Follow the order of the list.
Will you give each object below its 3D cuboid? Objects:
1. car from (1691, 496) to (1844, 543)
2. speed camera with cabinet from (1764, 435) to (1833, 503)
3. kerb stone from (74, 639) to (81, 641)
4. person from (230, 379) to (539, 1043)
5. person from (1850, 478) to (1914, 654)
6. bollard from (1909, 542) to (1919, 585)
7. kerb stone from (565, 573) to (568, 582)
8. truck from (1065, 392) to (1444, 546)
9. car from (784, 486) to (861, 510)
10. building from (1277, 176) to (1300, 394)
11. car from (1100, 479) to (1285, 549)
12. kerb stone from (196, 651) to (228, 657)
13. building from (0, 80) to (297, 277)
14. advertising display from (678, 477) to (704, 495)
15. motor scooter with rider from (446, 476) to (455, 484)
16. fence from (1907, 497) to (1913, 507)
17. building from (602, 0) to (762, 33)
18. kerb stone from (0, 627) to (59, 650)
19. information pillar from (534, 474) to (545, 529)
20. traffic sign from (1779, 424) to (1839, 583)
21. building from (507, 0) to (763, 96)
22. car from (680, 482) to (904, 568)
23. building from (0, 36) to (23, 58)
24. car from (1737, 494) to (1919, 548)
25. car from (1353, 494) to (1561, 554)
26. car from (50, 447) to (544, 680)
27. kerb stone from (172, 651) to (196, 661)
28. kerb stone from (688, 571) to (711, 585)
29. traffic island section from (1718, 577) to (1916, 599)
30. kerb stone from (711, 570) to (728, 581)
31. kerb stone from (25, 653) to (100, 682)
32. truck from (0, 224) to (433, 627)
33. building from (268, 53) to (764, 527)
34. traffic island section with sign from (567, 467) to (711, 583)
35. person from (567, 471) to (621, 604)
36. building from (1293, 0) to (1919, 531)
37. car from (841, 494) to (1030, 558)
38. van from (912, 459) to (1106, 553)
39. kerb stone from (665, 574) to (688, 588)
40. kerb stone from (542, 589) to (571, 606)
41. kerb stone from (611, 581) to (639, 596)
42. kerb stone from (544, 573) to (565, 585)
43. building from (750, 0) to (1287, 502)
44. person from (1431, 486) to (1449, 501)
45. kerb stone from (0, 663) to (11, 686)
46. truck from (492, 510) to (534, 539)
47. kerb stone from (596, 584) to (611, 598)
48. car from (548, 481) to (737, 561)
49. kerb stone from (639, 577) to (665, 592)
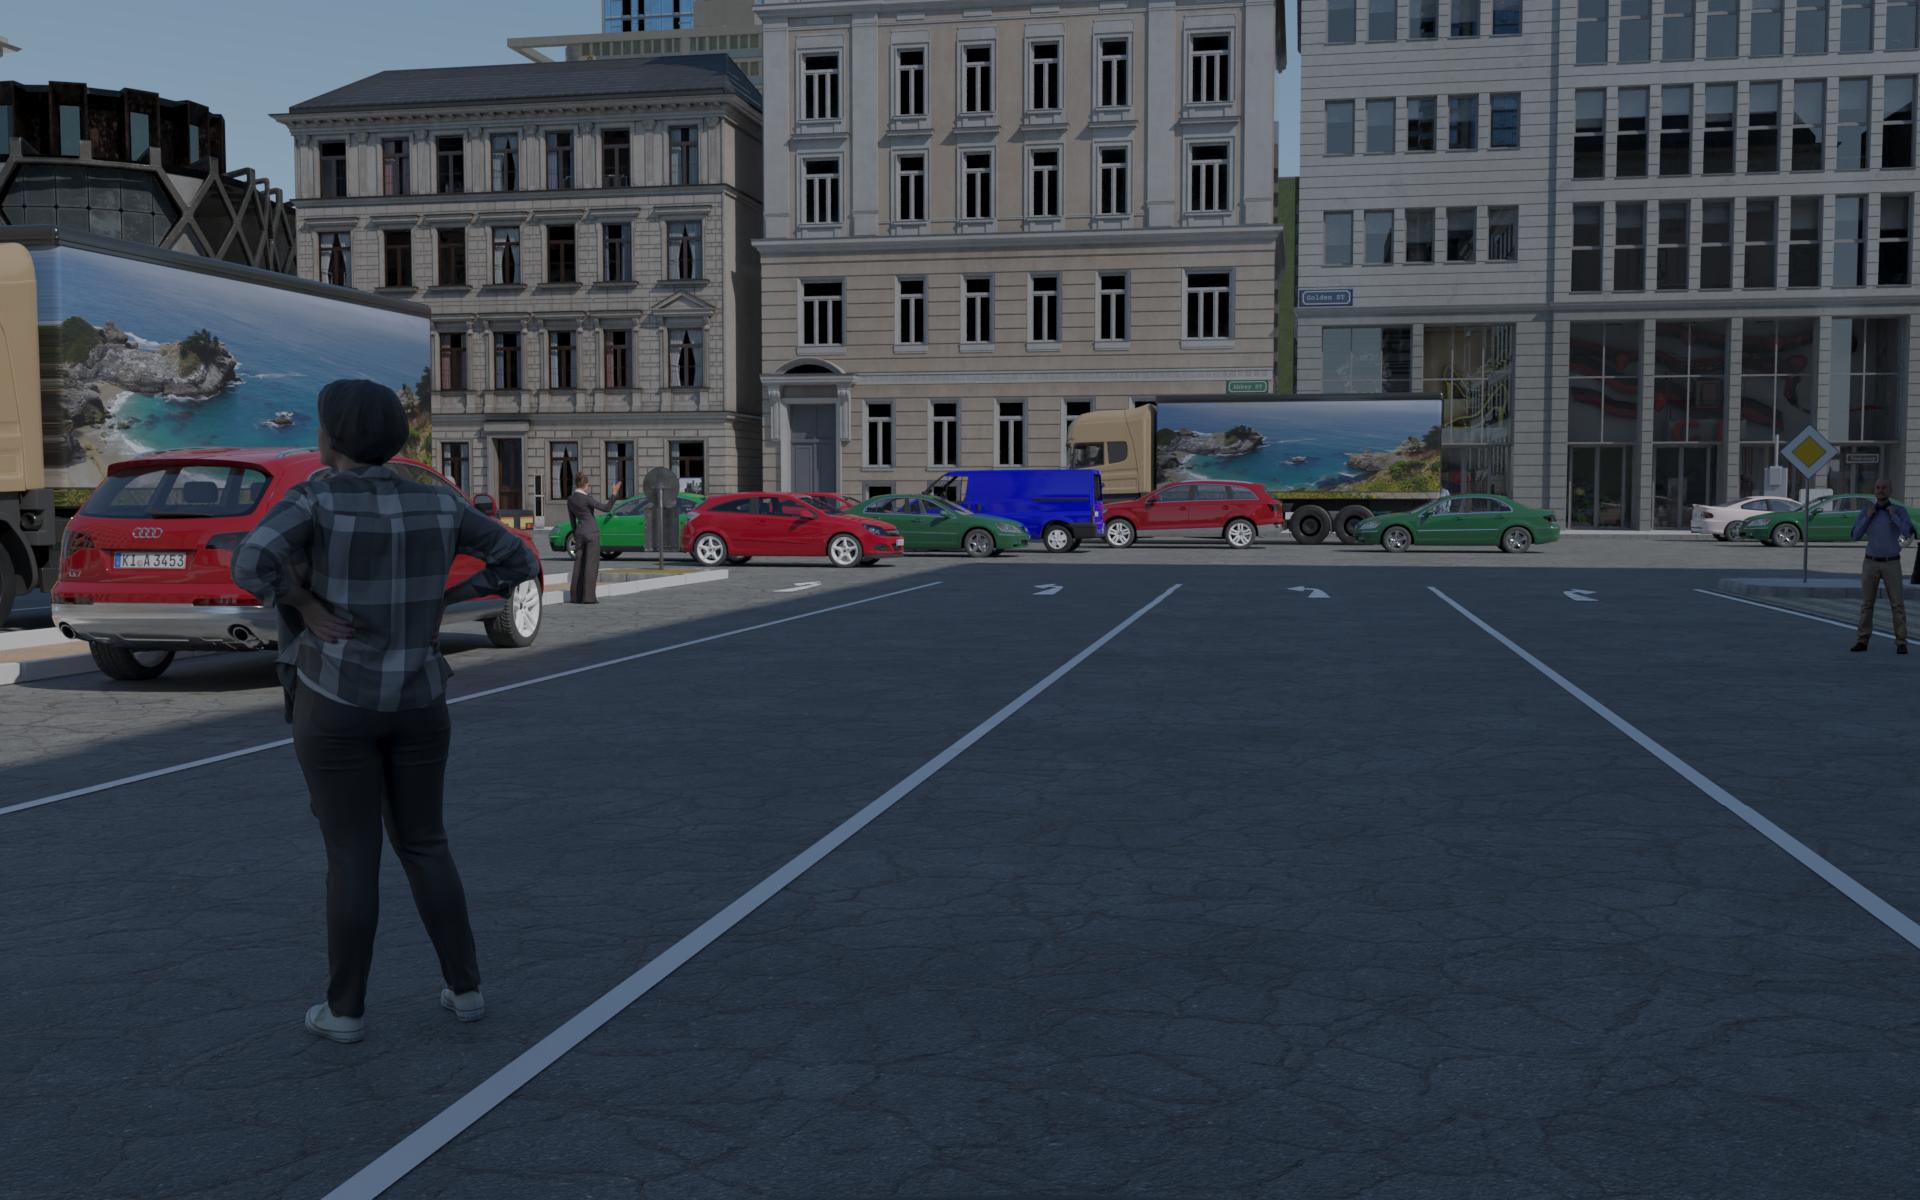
[{"bbox_3d":[24.631,-2.437,52.199,4.827,1.381,2.083,1,4,11],"label":"car"},{"bbox_3d":[27.939,-3.876,57.704,2.038,3.252,0.660,2,4,28],"label":"speed camera with cabinet"},{"bbox_3d":[-8.525,0.305,17.205,0.120,0.150,1.000,1,4,11],"label":"kerb stone"},{"bbox_3d":[-1.543,0.283,4.600,0.841,1.734,0.376,-3,5,-41],"label":"person"},{"bbox_3d":[8.342,-0.311,15.651,0.319,1.574,0.516,-3,5,-44],"label":"person"},{"bbox_3d":[13.640,-0.525,24.630,0.229,0.601,0.229,0,3,0],"label":"bollard"},{"bbox_3d":[-6.334,-0.370,28.323,0.120,0.150,1.000,1,4,11],"label":"kerb stone"},{"bbox_3d":[8.026,-3.734,49.957,11.283,4.237,2.839,1,4,13],"label":"truck"},{"bbox_3d":[-3.527,-2.451,49.122,4.494,1.783,2.155,1,4,13],"label":"car"},{"bbox_3d":[37.778,-33.199,226.390,14.086,41.232,14.154,1,4,11],"label":"building"},{"bbox_3d":[5.961,-2.289,46.098,5.304,1.827,2.281,1,4,10],"label":"car"},{"bbox_3d":[-6.672,0.396,15.714,0.120,0.150,1.000,1,4,11],"label":"kerb stone"},{"bbox_3d":[-39.797,-12.988,79.809,16.811,18.784,16.820,1,4,11],"label":"building"},{"bbox_3d":[-10.133,-3.670,65.225,0.974,1.923,0.123,1,4,12],"label":"advertising display"},{"bbox_3d":[-8.697,-1.219,28.891,0.876,1.779,1.986,1,4,10],"label":"motor scooter with rider"},{"bbox_3d":[29.689,-2.717,55.620,0.480,1.192,2.264,-1,4,-18],"label":"fence"},{"bbox_3d":[-22.753,-52.855,176.857,31.000,86.520,22.319,1,4,11],"label":"building"},{"bbox_3d":[-8.716,0.367,16.196,0.120,0.150,1.000,1,4,11],"label":"kerb stone"},{"bbox_3d":[-15.570,-3.645,64.094,0.304,2.012,0.304,0,4,-1],"label":"information pillar"},{"bbox_3d":[12.206,-1.304,24.966,0.795,2.450,0.064,1,4,11],"label":"traffic sign"},{"bbox_3d":[-16.371,-27.405,139.946,32.217,40.220,23.993,1,4,11],"label":"building"},{"bbox_3d":[-3.324,-1.562,34.576,4.494,1.783,2.155,1,4,12],"label":"car"},{"bbox_3d":[-59.805,-18.041,82.358,23.554,28.519,14.401,1,4,11],"label":"building"},{"bbox_3d":[23.685,-2.143,46.840,4.920,1.459,2.131,1,4,12],"label":"car"},{"bbox_3d":[12.219,-1.892,42.724,4.920,1.459,2.131,1,4,11],"label":"car"},{"bbox_3d":[-5.304,-0.370,14.722,2.281,1.827,5.304,1,4,9],"label":"car"},{"bbox_3d":[-6.877,0.461,14.702,0.120,0.150,1.000,1,4,11],"label":"kerb stone"},{"bbox_3d":[-4.278,-0.346,27.855,0.120,0.150,1.000,1,4,11],"label":"kerb stone"},{"bbox_3d":[12.231,-0.169,25.039,2.009,0.180,2.903,1,4,11],"label":"traffic island section"},{"bbox_3d":[-4.085,-0.408,28.872,0.120,0.150,1.000,1,4,11],"label":"kerb stone"},{"bbox_3d":[-7.074,0.525,13.692,0.120,0.150,1.000,1,4,11],"label":"kerb stone"},{"bbox_3d":[-10.107,-1.932,20.495,2.839,4.237,11.283,1,4,11],"label":"truck"},{"bbox_3d":[-16.857,-12.690,72.117,19.286,19.102,10.561,1,4,11],"label":"building"},{"bbox_3d":[-5.171,-1.258,28.698,2.006,1.907,1.989,1,4,11],"label":"traffic island section with sign"},{"bbox_3d":[-4.767,-0.815,22.629,0.742,1.727,0.445,0,4,-2],"label":"person"},{"bbox_3d":[27.596,-17.527,64.065,29.804,29.767,11.434,1,4,11],"label":"building"},{"bbox_3d":[-0.817,-1.727,40.036,4.920,1.459,2.131,1,4,12],"label":"car"},{"bbox_3d":[0.939,-2.359,42.949,5.245,2.365,2.240,1,4,12],"label":"van"},{"bbox_3d":[-4.489,-0.284,26.845,0.120,0.150,1.000,1,4,11],"label":"kerb stone"},{"bbox_3d":[-5.282,-0.037,22.798,0.120,0.150,1.000,1,4,11],"label":"kerb stone"},{"bbox_3d":[-4.876,-0.159,24.819,0.120,0.150,1.000,1,4,11],"label":"kerb stone"},{"bbox_3d":[-6.528,-0.311,27.315,0.120,0.150,1.000,1,4,11],"label":"kerb stone"},{"bbox_3d":[3.062,-17.379,70.045,20.117,28.700,13.634,1,4,11],"label":"building"},{"bbox_3d":[14.637,-2.678,52.550,0.793,1.790,0.793,0,4,1],"label":"person"},{"bbox_3d":[-7.277,0.584,12.681,0.120,0.150,1.000,1,4,11],"label":"kerb stone"},{"bbox_3d":[-22.522,-3.903,53.571,18.799,4.110,2.967,1,4,10],"label":"truck"},{"bbox_3d":[-5.082,-0.096,23.813,0.120,0.150,1.000,1,4,11],"label":"kerb stone"},{"bbox_3d":[-6.559,-1.749,37.388,4.718,1.807,1.959,1,4,11],"label":"car"},{"bbox_3d":[-4.679,-0.223,25.836,0.120,0.150,1.000,1,4,11],"label":"kerb stone"}]
